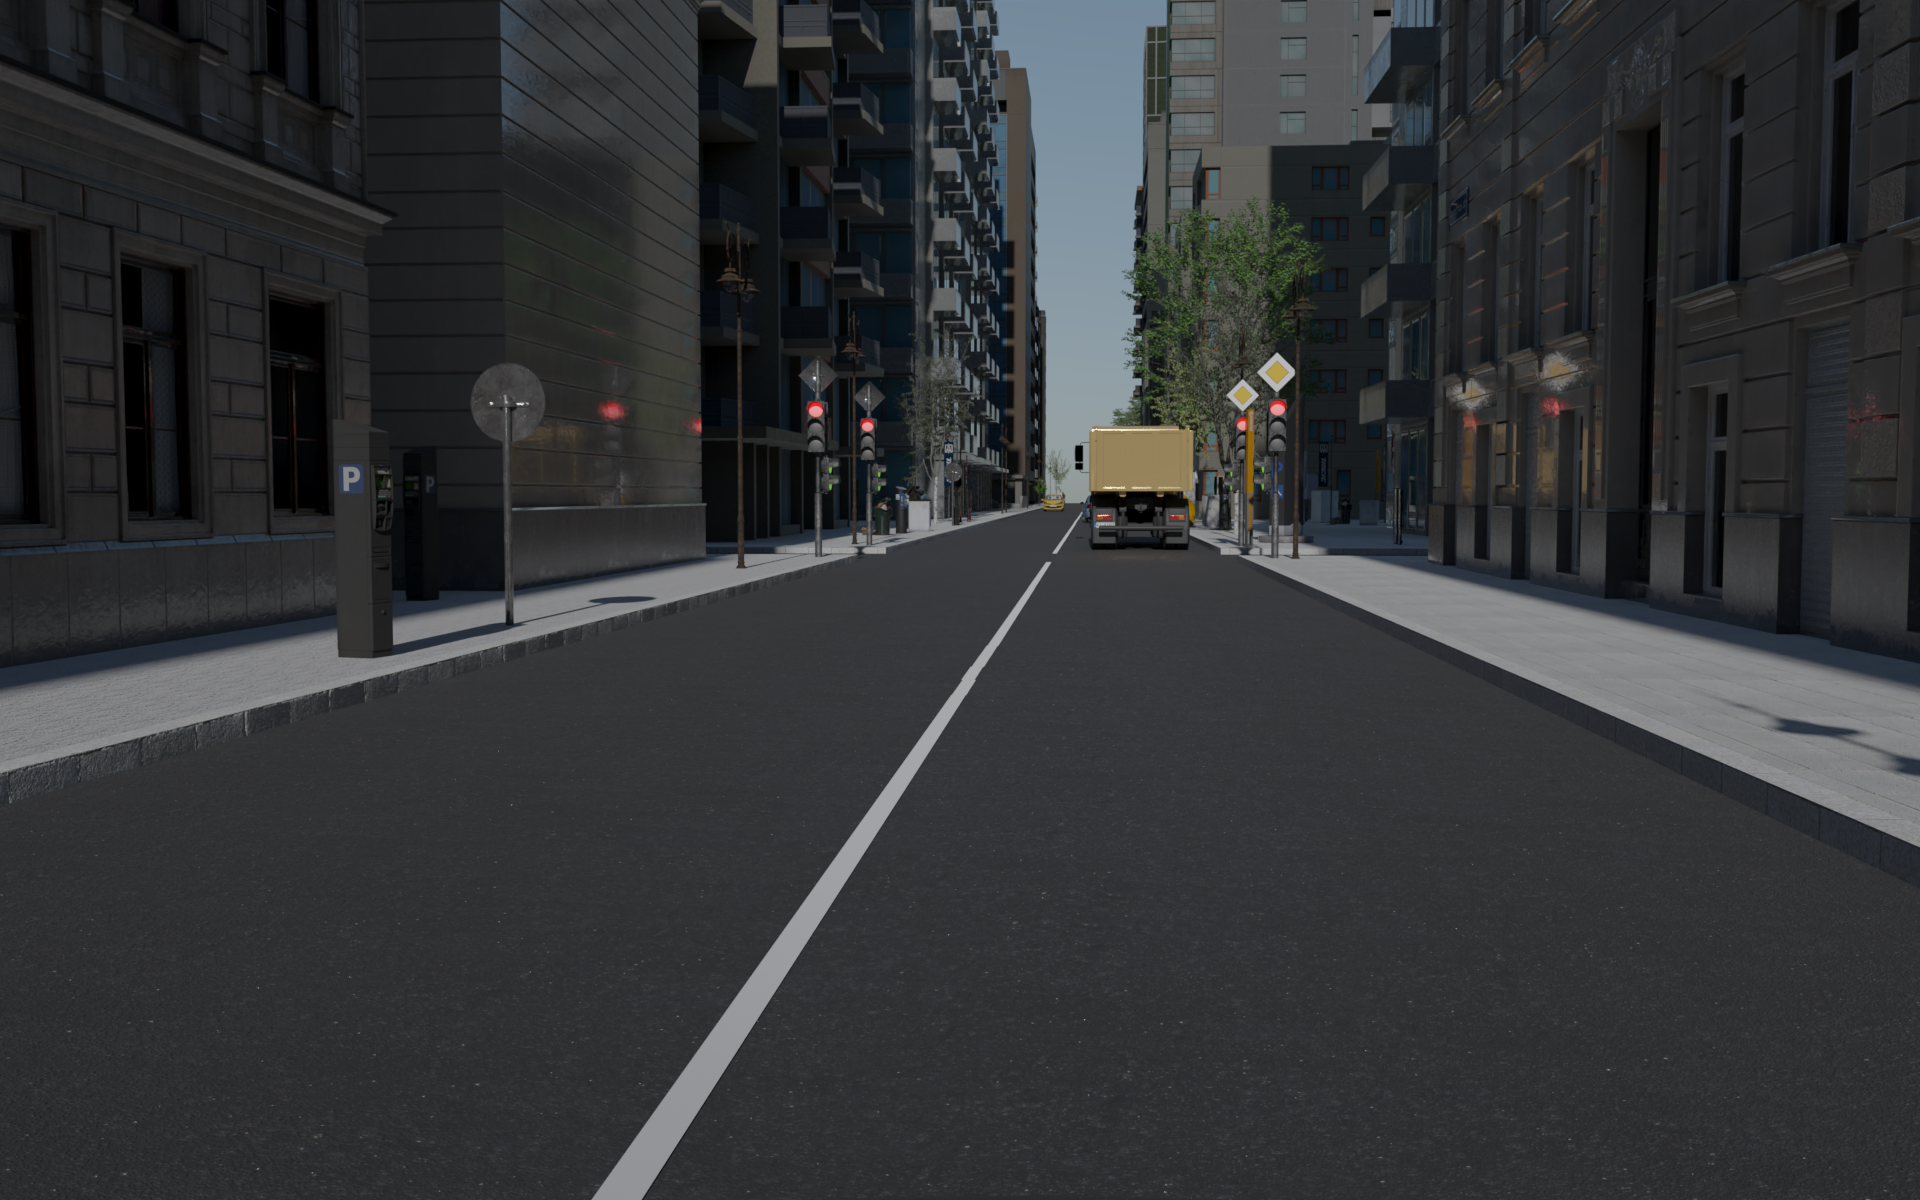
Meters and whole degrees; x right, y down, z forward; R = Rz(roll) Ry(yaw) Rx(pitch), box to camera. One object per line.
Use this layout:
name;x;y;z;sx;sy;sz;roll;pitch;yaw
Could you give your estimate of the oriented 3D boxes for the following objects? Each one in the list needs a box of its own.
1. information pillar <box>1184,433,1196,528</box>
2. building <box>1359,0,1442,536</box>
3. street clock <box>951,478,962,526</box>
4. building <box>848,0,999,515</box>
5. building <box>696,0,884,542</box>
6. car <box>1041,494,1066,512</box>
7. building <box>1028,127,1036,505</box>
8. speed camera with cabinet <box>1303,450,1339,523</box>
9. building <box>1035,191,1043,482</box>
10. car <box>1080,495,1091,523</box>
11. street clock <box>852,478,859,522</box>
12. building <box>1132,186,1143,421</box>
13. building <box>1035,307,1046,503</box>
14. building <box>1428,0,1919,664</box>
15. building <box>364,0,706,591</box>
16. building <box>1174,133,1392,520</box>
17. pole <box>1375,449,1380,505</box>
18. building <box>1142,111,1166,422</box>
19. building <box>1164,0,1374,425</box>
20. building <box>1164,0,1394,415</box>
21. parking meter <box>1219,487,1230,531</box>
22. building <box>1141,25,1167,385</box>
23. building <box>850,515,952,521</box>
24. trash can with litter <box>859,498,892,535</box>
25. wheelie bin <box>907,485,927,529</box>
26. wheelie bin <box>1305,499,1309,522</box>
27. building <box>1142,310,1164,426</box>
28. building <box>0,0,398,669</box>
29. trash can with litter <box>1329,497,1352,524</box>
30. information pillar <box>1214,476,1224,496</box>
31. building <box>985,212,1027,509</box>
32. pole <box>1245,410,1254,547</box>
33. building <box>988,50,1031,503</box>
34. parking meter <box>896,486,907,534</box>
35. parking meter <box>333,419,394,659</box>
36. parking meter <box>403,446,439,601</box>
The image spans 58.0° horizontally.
information pillar;8.798;-4.585;66.311;0.504;3.616;0.183;3;5;40
building;28.362;-26.598;54.492;30.456;49.044;23.786;0;4;4
street clock;-0.150;-4.035;70.536;0.358;2.002;0.471;2;4;32
building;-8.502;-31.460;133.979;23.786;49.044;30.456;0;4;4
building;-14.474;-24.671;58.002;22.147;44.769;28.867;0;4;4
car;7.758;-8.143;143.359;2.015;1.641;3.980;0;4;5
building;-1.704;-36.082;213.645;21.300;48.544;21.600;0;4;4
speed camera with cabinet;17.210;-5.459;83.598;2.038;3.252;0.660;0;4;-5
building;-0.610;-37.920;239.602;23.786;49.044;30.456;0;4;4
car;7.105;-4.639;87.854;2.014;1.417;4.499;0;4;3
street clock;-4.820;-4.614;80.004;0.358;2.002;0.471;0;4;4
building;35.145;-35.815;240.192;22.147;44.769;28.867;0;4;4
building;5.820;-30.009;262.355;14.160;30.474;14.107;0;4;4
building;13.438;-13.565;19.058;12.463;27.353;25.104;0;4;4
building;-17.543;-14.157;28.733;25.104;27.353;12.463;0;4;4
building;26.924;-15.584;99.831;27.650;21.520;28.899;0;4;4
pole;18.929;-5.179;78.520;0.158;3.312;0.155;0;3;0
building;33.619;-36.161;214.933;21.300;48.544;21.600;0;4;4
building;22.066;-27.109;126.834;14.154;41.232;14.086;0;4;4
building;31.426;-34.123;147.152;28.713;52.752;27.495;0;4;4
parking meter;9.297;-3.211;60.906;0.372;1.533;0.369;0;3;0
building;36.061;-50.510;264.082;20.563;71.187;20.611;0;4;4
building;-10.655;-29.093;95.280;23.786;49.044;30.456;0;4;4
trash can with litter;-2.641;-2.598;53.863;1.055;1.170;0.624;2;4;25
wheelie bin;-1.642;-3.423;63.877;0.693;1.594;0.980;2;4;28
wheelie bin;15.882;-4.462;80.862;0.693;1.594;0.980;-2;4;-31
building;32.880;-20.273;176.503;27.650;21.520;28.899;0;4;4
building;-11.901;-8.923;10.522;10.561;19.102;19.286;0;4;4
trash can with litter;16.137;-3.803;73.571;0.624;1.170;1.055;-3;4;-38
information pillar;10.423;-3.995;69.807;0.304;2.012;0.304;-2;4;-23
building;-9.992;-28.730;161.618;32.217;40.220;23.993;0;4;4
pole;7.003;-2.939;41.902;0.158;3.312;0.155;0;3;0
building;0.192;-32.396;179.792;14.600;45.320;14.200;0;4;4
parking meter;-1.900;-2.918;56.118;0.372;1.533;0.369;0;3;0
parking meter;-4.677;-0.482;13.599;0.399;1.863;0.255;1;4;19
parking meter;-6.493;-0.926;20.858;0.255;1.863;0.399;1;4;17
